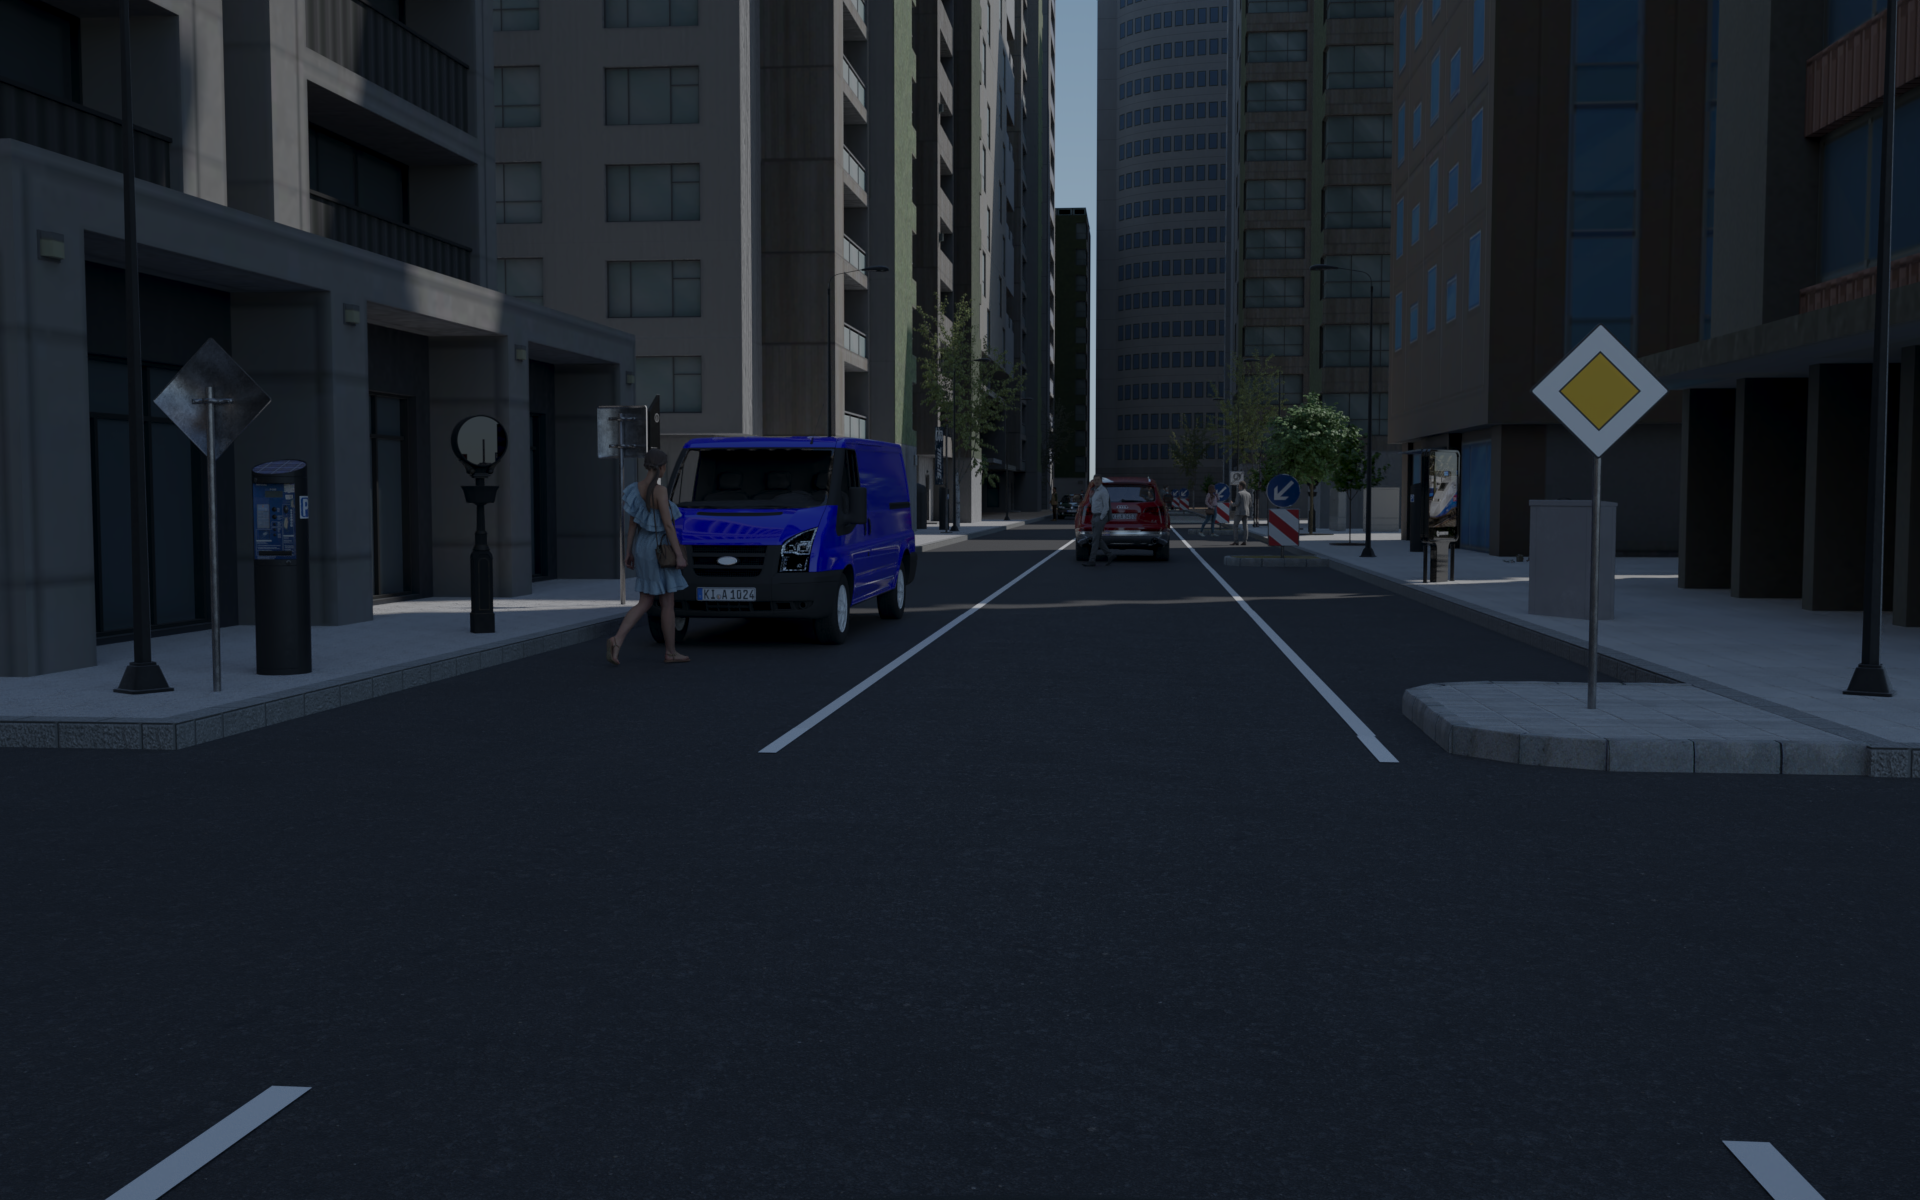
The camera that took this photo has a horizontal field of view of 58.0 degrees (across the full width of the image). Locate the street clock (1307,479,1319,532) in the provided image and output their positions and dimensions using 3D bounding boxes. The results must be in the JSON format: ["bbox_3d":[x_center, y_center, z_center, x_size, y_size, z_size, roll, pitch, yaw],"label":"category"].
[{"bbox_3d":[11.913,-3.303,58.566,0.471,2.002,0.358,-3,5,-40],"label":"street clock"}]

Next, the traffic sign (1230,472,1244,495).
[{"bbox_3d":[12.374,-4.605,77.420,0.606,2.300,0.079,1,4,9],"label":"traffic sign"}]

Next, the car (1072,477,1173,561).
[{"bbox_3d":[3.634,-1.837,38.707,2.281,1.827,5.304,0,4,5],"label":"car"}]

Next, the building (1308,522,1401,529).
[{"bbox_3d":[21.025,-18.203,69.326,14.160,30.474,14.107,0,4,6],"label":"building"}]

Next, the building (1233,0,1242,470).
[{"bbox_3d":[32.609,-32.186,115.487,28.713,52.752,27.495,0,4,6],"label":"building"}]

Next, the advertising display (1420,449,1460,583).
[{"bbox_3d":[6.977,-1.221,25.180,0.123,1.923,0.974,3,5,42],"label":"advertising display"}]

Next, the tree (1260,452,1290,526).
[{"bbox_3d":[11.879,-4.158,62.589,1.663,3.219,1.824,0,3,0],"label":"tree"}]

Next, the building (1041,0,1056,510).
[{"bbox_3d":[-5.972,-37.211,150.402,28.212,58.520,21.231,0,4,6],"label":"building"}]

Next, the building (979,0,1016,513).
[{"bbox_3d":[-10.980,-31.297,100.948,28.713,52.752,27.495,0,4,6],"label":"building"}]

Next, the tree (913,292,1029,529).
[{"bbox_3d":[0.075,-6.903,63.224,4.737,8.622,4.395,0,3,0],"label":"tree"}]

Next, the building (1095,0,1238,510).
[{"bbox_3d":[28.186,-38.921,178.351,28.212,58.520,21.231,0,4,6],"label":"building"}]

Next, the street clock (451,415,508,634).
[{"bbox_3d":[-4.421,-0.698,15.977,0.471,2.002,0.358,-2,4,-29],"label":"street clock"}]

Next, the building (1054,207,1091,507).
[{"bbox_3d":[6.262,-24.803,177.229,14.107,30.474,14.160,0,4,6],"label":"building"}]

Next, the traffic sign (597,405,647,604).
[{"bbox_3d":[-3.913,-1.097,20.059,0.606,2.300,0.079,1,4,12],"label":"traffic sign"}]

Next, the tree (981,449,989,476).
[{"bbox_3d":[-0.305,-6.183,84.811,4.285,4.588,4.351,0,3,0],"label":"tree"}]

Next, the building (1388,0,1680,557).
[{"bbox_3d":[18.228,-23.847,40.012,14.600,45.320,14.200,0,4,6],"label":"building"}]

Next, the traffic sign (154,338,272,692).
[{"bbox_3d":[-4.825,-0.462,11.195,0.795,2.450,0.064,0,4,6],"label":"traffic sign"}]

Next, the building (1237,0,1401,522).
[{"bbox_3d":[22.515,-19.855,96.330,14.160,30.474,14.107,0,4,6],"label":"building"}]

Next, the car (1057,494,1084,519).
[{"bbox_3d":[6.510,-5.455,98.979,2.009,1.686,4.222,0,4,7],"label":"car"}]

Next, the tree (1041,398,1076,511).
[{"bbox_3d":[6.722,-11.108,131.983,4.360,8.622,3.978,0,3,0],"label":"tree"}]

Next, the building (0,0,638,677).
[{"bbox_3d":[-15.606,-35.657,21.237,20.563,71.187,20.611,0,4,6],"label":"building"}]

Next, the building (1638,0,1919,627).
[{"bbox_3d":[22.773,-22.193,17.484,28.867,44.769,22.147,0,4,6],"label":"building"}]

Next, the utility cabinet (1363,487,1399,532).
[{"bbox_3d":[14.172,-3.035,58.294,1.173,1.500,0.318,1,4,13],"label":"utility cabinet"}]

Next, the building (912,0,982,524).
[{"bbox_3d":[-6.690,-18.502,74.213,14.160,30.474,14.107,0,4,6],"label":"building"}]

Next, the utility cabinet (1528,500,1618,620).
[{"bbox_3d":[6.383,-0.422,18.069,0.306,1.237,1.020,-1,4,-20],"label":"utility cabinet"}]

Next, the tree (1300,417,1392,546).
[{"bbox_3d":[9.669,-2.975,43.235,1.663,3.219,1.824,0,3,0],"label":"tree"}]

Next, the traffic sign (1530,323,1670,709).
[{"bbox_3d":[3.771,-0.406,10.284,0.795,2.450,0.064,0,4,6],"label":"traffic sign"}]

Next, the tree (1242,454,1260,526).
[{"bbox_3d":[12.634,-4.651,70.650,1.663,3.219,1.824,0,3,0],"label":"tree"}]

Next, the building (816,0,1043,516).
[{"bbox_3d":[-1.619,-26.796,121.711,14.154,41.232,14.086,0,4,6],"label":"building"}]

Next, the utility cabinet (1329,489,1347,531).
[{"bbox_3d":[13.138,-3.156,60.278,0.318,1.500,1.173,0,4,-2],"label":"utility cabinet"}]

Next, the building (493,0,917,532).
[{"bbox_3d":[-9.172,-22.530,51.968,14.154,41.232,14.086,0,4,6],"label":"building"}]

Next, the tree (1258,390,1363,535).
[{"bbox_3d":[10.969,-4.326,54.446,4.285,4.588,4.351,0,3,0],"label":"tree"}]
